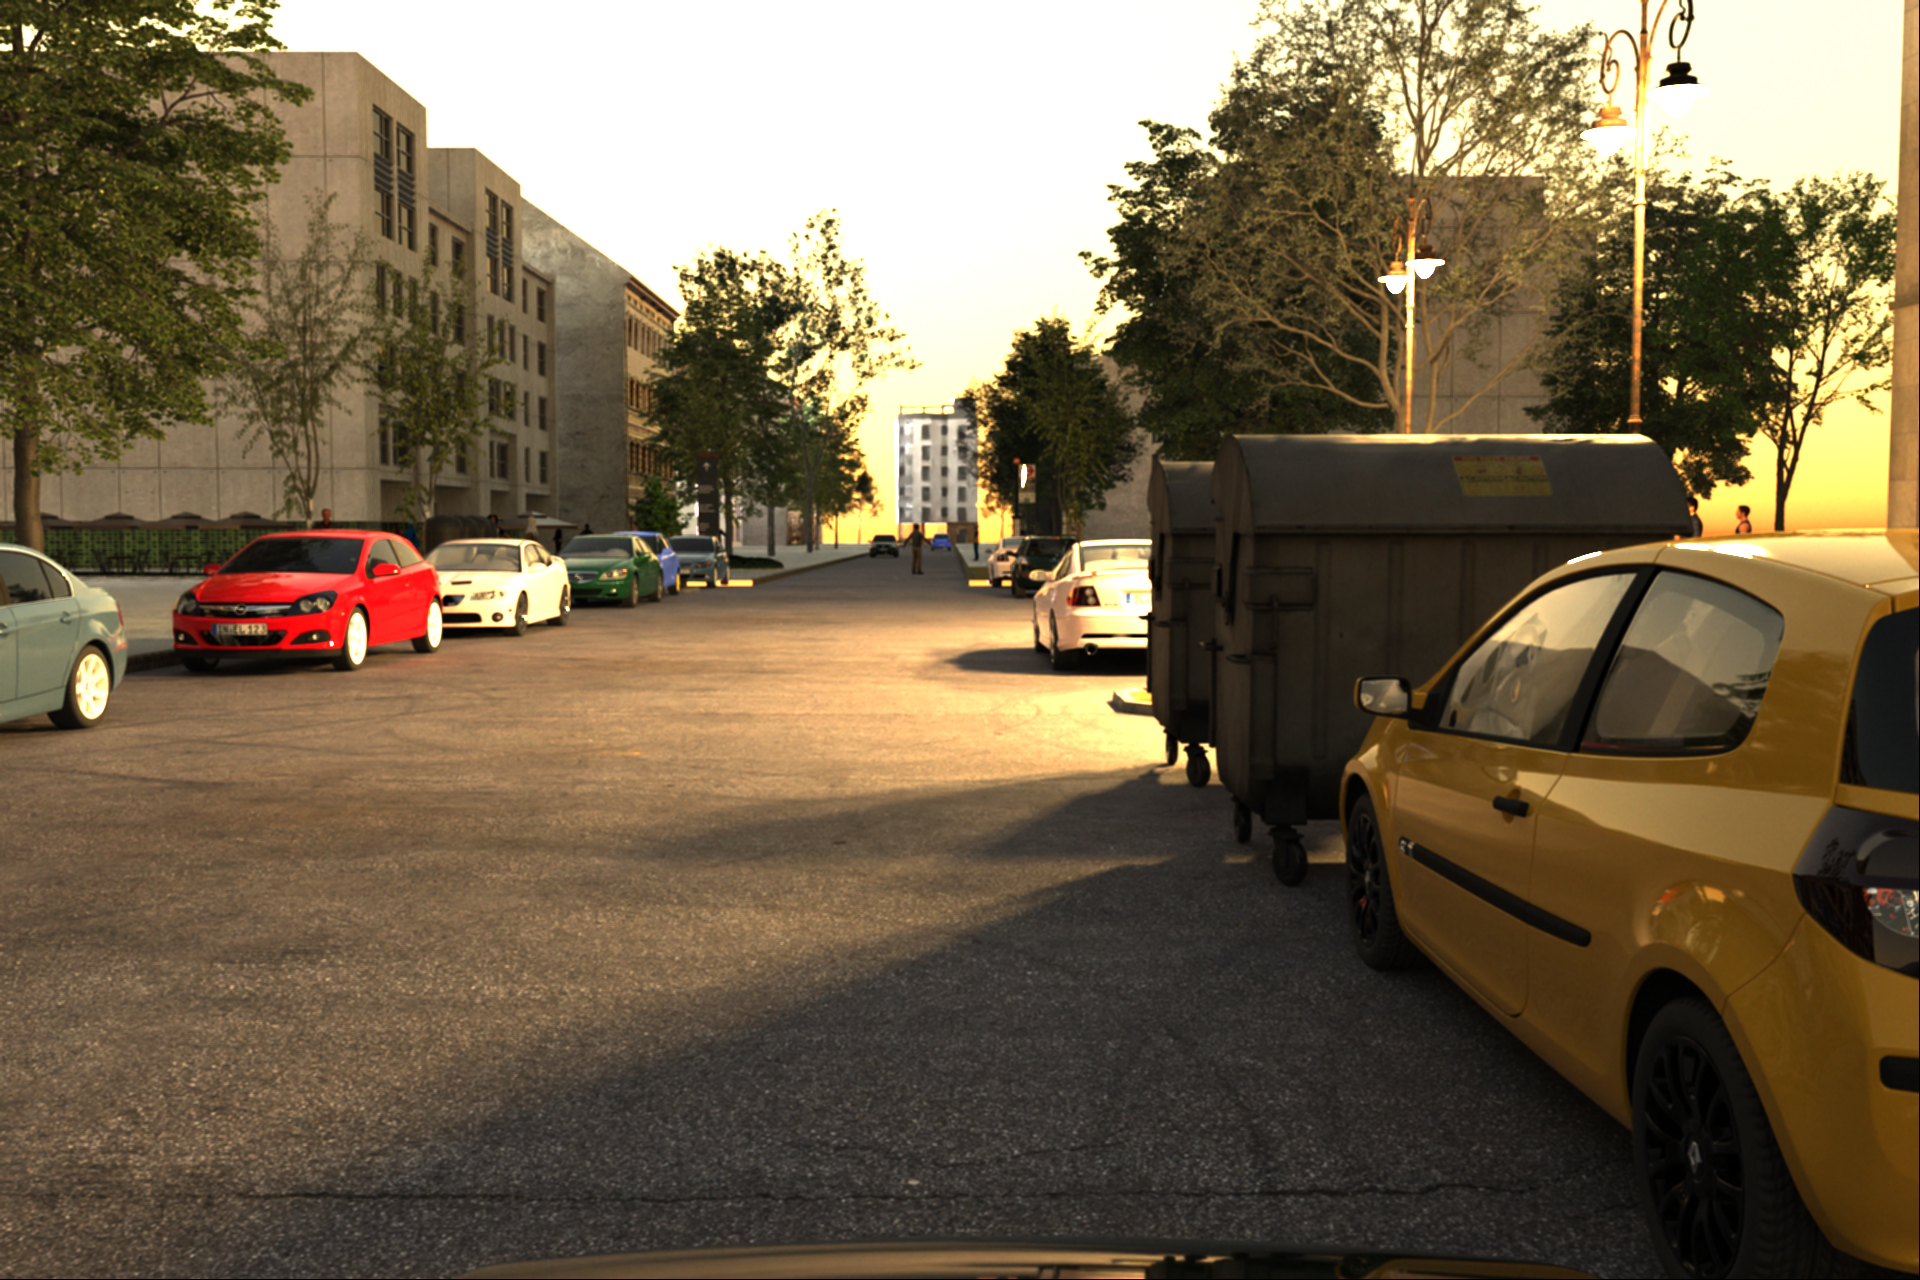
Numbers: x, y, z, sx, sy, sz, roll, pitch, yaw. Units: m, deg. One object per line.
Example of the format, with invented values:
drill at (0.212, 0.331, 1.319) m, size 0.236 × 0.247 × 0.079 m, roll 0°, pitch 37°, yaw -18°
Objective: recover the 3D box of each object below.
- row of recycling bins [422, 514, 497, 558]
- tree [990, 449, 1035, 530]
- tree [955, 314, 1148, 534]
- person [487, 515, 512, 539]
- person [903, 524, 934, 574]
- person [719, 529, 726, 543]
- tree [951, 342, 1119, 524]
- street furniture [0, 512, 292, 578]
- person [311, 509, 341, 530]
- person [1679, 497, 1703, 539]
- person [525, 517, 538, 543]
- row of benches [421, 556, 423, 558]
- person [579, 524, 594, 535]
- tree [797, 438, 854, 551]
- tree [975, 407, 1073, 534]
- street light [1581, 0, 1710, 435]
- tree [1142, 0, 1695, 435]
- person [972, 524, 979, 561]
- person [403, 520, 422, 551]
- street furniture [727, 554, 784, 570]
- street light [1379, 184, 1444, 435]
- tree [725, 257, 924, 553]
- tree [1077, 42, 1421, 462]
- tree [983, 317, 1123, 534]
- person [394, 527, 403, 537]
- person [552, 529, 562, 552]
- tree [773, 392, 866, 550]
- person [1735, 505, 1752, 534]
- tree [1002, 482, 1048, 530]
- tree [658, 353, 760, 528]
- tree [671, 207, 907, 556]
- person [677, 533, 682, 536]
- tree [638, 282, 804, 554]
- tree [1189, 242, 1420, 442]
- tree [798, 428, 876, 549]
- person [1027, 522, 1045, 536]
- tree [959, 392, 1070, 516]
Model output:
row of recycling bins at (-10.864, -1.883, 37.892) m, size 1.069 × 1.692 × 3.534 m, roll 0°, pitch 4°, yaw 0°
tree at (4.356, -11.394, 136.656) m, size 4.737 × 8.622 × 4.395 m, roll 0°, pitch 3°, yaw 0°
tree at (4.261, -8.483, 73.104) m, size 8.767 × 10.594 × 7.601 m, roll -2°, pitch 4°, yaw -33°
person at (-13.143, -2.607, 48.770) m, size 1.345 × 1.843 × 0.704 m, roll -2°, pitch 4°, yaw -24°
person at (-1.528, -3.262, 62.059) m, size 1.348 × 1.796 × 0.705 m, roll 2°, pitch 4°, yaw 35°
person at (-11.112, -4.471, 79.238) m, size 1.346 × 1.812 × 0.704 m, roll 0°, pitch 4°, yaw 7°
tree at (4.673, -11.897, 104.890) m, size 12.009 × 13.543 × 11.850 m, roll 0°, pitch 3°, yaw 0°
street furniture at (-35.121, -2.935, 53.013) m, size 27.439 × 1.986 × 14.083 m, roll 1°, pitch 4°, yaw 22°
person at (-13.192, -1.830, 36.098) m, size 1.348 × 1.807 × 0.705 m, roll -1°, pitch 4°, yaw -19°
person at (10.602, -1.174, 25.239) m, size 0.704 × 1.823 × 1.345 m, roll 1°, pitch 4°, yaw 13°
person at (-11.191, -2.333, 44.914) m, size 0.721 × 1.736 × 1.217 m, roll 0°, pitch 4°, yaw -2°
row of benches at (-16.295, -2.248, 52.210) m, size 4.104 × 0.672 × 1.422 m, roll -1°, pitch 4°, yaw -16°
person at (-17.016, -4.414, 78.896) m, size 1.216 × 1.740 × 0.721 m, roll -2°, pitch 4°, yaw -31°
tree at (-10.413, -11.030, 130.700) m, size 4.737 × 8.622 × 4.395 m, roll 0°, pitch 3°, yaw 0°
tree at (4.552, -11.418, 121.100) m, size 7.601 × 10.594 × 8.767 m, roll -1°, pitch 4°, yaw -14°
street light at (5.735, -2.562, 14.677) m, size 0.468 × 5.910 × 1.993 m, roll 0°, pitch 4°, yaw -1°
tree at (8.490, -7.481, 32.680) m, size 12.009 × 13.543 × 11.850 m, roll 0°, pitch 3°, yaw 0°
person at (0.697, -4.702, 83.343) m, size 0.721 × 1.772 × 1.216 m, roll 0°, pitch 4°, yaw 5°
person at (-20.560, -3.606, 65.080) m, size 1.347 × 1.817 × 0.704 m, roll 3°, pitch 4°, yaw 37°
street furniture at (-9.991, -3.096, 66.246) m, size 5.734 × 0.657 × 10.072 m, roll -1°, pitch 4°, yaw -11°
street light at (6.051, -3.094, 23.379) m, size 0.468 × 5.910 × 1.993 m, roll 0°, pitch 4°, yaw -1°
tree at (-9.334, -16.072, 118.659) m, size 12.611 × 20.169 × 13.585 m, roll 0°, pitch 3°, yaw 0°
tree at (7.912, -8.561, 46.634) m, size 9.857 × 13.997 × 8.962 m, roll 0°, pitch 3°, yaw 0°
tree at (4.630, -10.587, 91.222) m, size 7.486 × 12.596 × 7.792 m, roll 0°, pitch 3°, yaw 0°
person at (-12.131, -1.740, 37.660) m, size 0.599 × 1.438 × 0.989 m, roll 1°, pitch 4°, yaw 13°
person at (-18.678, -4.539, 80.401) m, size 0.705 × 1.806 × 1.347 m, roll -2°, pitch 4°, yaw -27°
tree at (-11.363, -13.496, 138.781) m, size 7.486 × 12.596 × 7.792 m, roll 0°, pitch 3°, yaw 0°
person at (14.392, -1.576, 31.928) m, size 0.704 × 1.807 × 1.345 m, roll 2°, pitch 4°, yaw 30°
tree at (4.724, -10.923, 128.958) m, size 4.360 × 8.622 × 3.978 m, roll 0°, pitch 3°, yaw 0°
tree at (-10.275, -7.341, 70.382) m, size 4.737 × 8.622 × 4.395 m, roll 0°, pitch 3°, yaw 0°
tree at (-9.833, -14.940, 100.164) m, size 12.611 × 20.169 × 13.585 m, roll 0°, pitch 3°, yaw 0°
person at (-8.515, -2.629, 52.245) m, size 0.991 × 1.433 × 0.599 m, roll 1°, pitch 4°, yaw 21°
tree at (-10.986, -9.827, 78.801) m, size 7.486 × 12.596 × 7.792 m, roll 0°, pitch 3°, yaw 0°
tree at (11.187, -8.113, 58.398) m, size 9.928 × 11.665 × 9.643 m, roll 0°, pitch 3°, yaw 0°
tree at (-10.526, -13.239, 150.876) m, size 8.767 × 10.594 × 7.601 m, roll 3°, pitch 5°, yaw 44°
person at (3.545, -4.464, 79.121) m, size 1.348 × 1.813 × 0.705 m, roll 1°, pitch 4°, yaw 18°
tree at (4.856, -14.559, 148.415) m, size 12.009 × 13.543 × 11.850 m, roll 0°, pitch 3°, yaw 0°
